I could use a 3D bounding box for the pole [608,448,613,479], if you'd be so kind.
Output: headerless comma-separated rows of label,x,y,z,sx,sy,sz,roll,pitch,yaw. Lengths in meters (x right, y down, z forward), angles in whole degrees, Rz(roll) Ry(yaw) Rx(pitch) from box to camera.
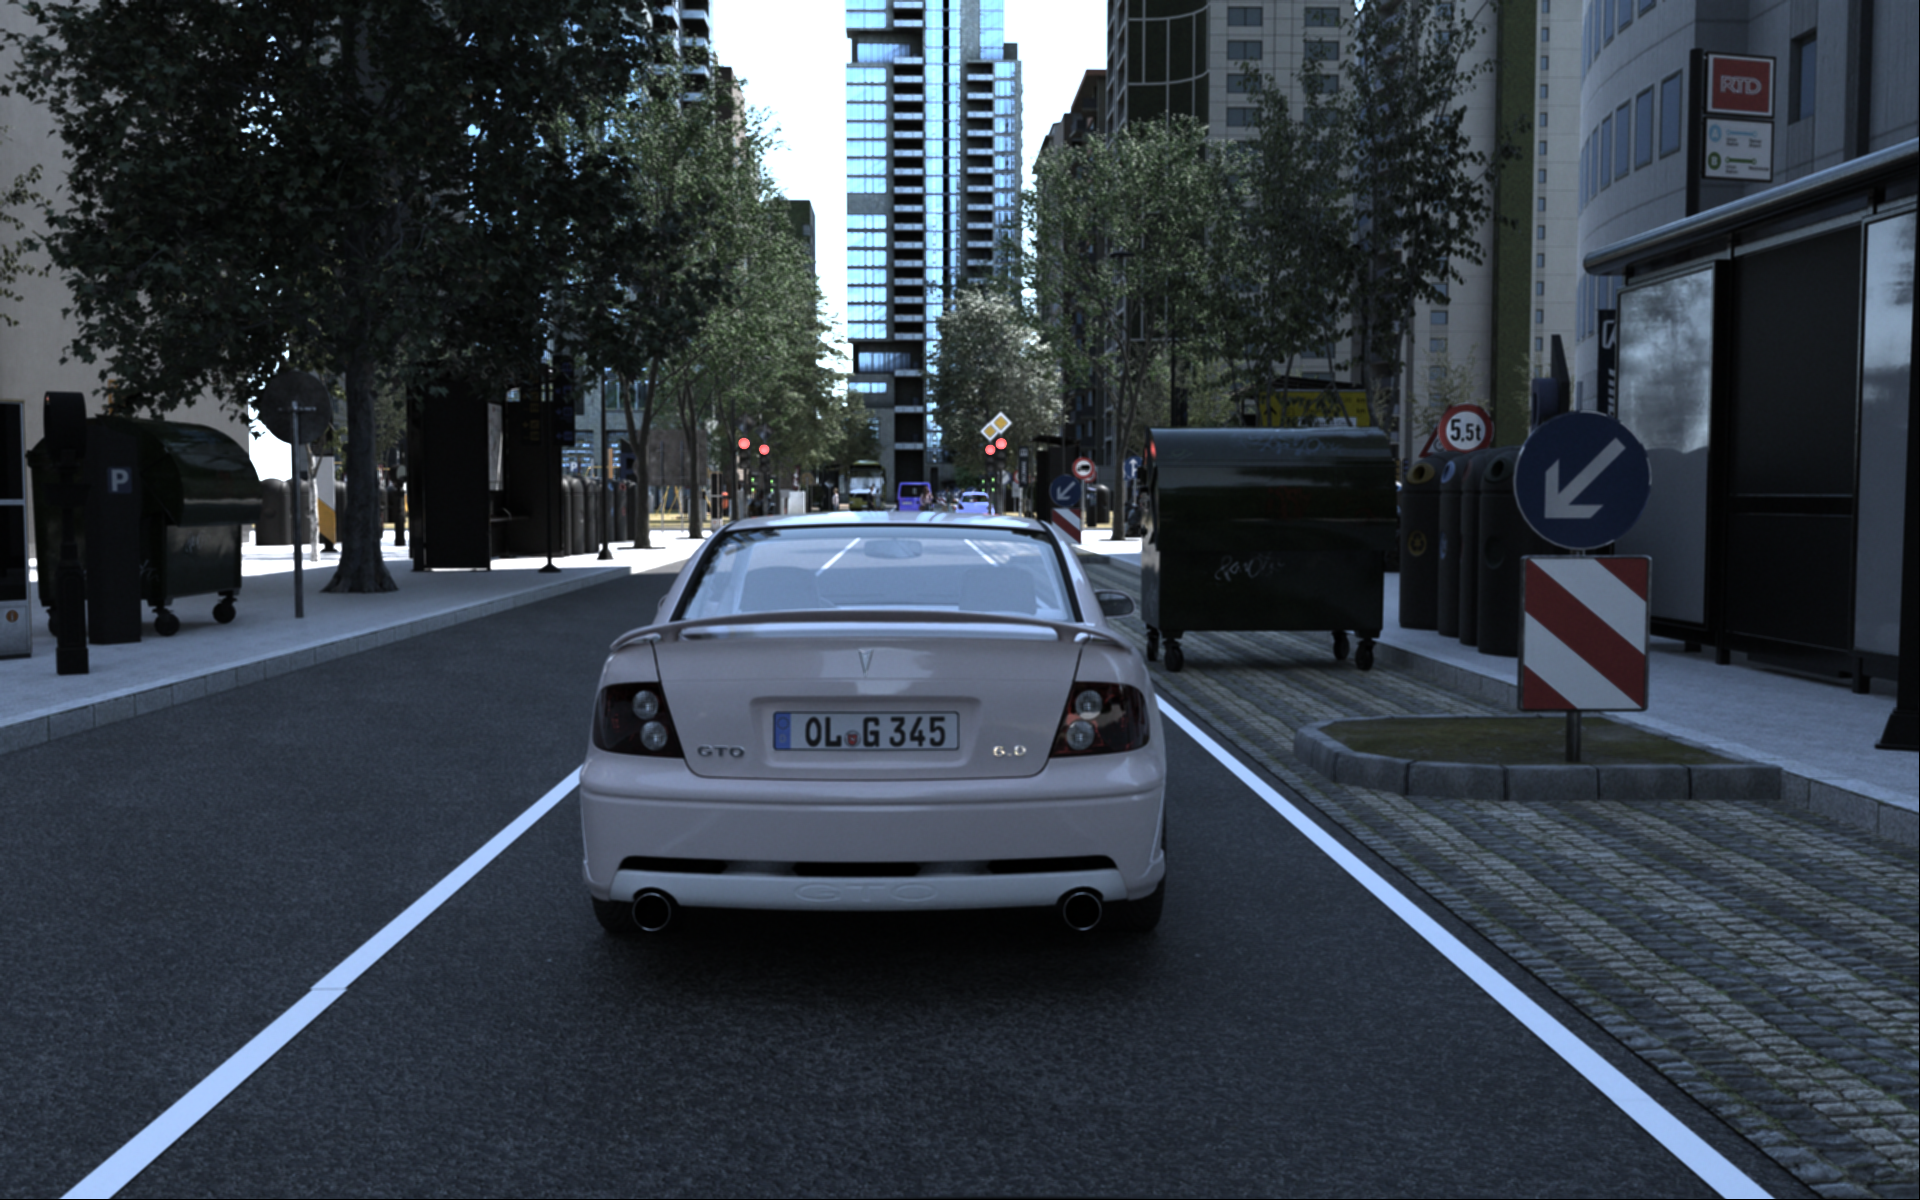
pole,-15.537,-5.086,77.001,0.158,3.312,0.155,0,3,0

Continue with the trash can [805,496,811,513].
trash can,-11.870,-7.359,131.967,0.748,1.137,0.748,0,3,0

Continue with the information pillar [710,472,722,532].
information pillar,-8.175,-3.280,58.120,0.304,2.012,0.304,1,4,16

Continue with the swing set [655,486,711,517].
swing set,-15.756,-6.229,99.472,2.862,2.851,3.119,0,4,4

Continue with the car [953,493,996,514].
car,0.656,-4.210,78.423,1.945,1.707,3.694,0,4,-1

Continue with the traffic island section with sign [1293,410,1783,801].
traffic island section with sign,2.821,-0.022,8.980,1.989,1.847,2.006,0,4,-2

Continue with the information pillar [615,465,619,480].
information pillar,-27.159,-8.915,137.114,0.183,3.616,0.504,-2,4,-33

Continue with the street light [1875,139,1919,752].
street light,4.252,-2.204,8.579,1.470,5.913,1.316,0,4,-2

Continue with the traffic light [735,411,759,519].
traffic light,-7.244,-4.259,58.548,0.839,4.253,0.868,0,4,-2

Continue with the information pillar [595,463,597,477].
information pillar,-27.115,-8.421,129.039,0.183,3.616,0.504,0,4,-1

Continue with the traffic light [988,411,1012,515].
traffic light,1.363,-4.274,58.807,0.839,4.253,0.868,0,4,-2

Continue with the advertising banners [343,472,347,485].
advertising banners,-49.859,-8.702,138.471,2.074,3.025,0.090,-1,4,-22

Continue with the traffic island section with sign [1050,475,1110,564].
traffic island section with sign,2.043,-1.690,36.259,1.989,1.847,2.006,0,4,-2

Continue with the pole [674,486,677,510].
pole,-23.000,-8.940,140.014,0.158,3.312,0.155,0,3,0

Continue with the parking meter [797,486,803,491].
parking meter,-11.160,-7.026,120.592,0.399,1.863,0.255,2,4,35

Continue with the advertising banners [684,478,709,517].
advertising banners,-13.735,-5.858,91.974,2.074,3.025,0.090,0,4,-3

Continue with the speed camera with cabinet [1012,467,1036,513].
speed camera with cabinet,4.669,-7.708,120.358,2.038,3.252,0.660,1,4,16

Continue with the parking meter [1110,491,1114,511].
parking meter,11.444,-7.426,129.819,0.372,1.533,0.369,0,3,0

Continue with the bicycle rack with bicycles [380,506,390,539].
bicycle rack with bicycles,-17.706,-2.251,50.185,2.852,0.926,2.925,-1,4,-10

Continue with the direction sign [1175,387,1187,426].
direction sign,4.718,-2.754,37.020,0.379,3.537,0.876,1,4,23

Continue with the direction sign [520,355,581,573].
direction sign,-6.740,-2.223,28.344,0.876,3.537,0.379,0,4,-4

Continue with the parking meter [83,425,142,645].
parking meter,-7.276,-0.561,14.887,0.255,1.863,0.399,2,4,30

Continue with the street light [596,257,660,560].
street light,-6.358,-3.730,33.525,1.470,5.913,1.316,0,4,-2

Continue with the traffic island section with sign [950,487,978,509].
traffic island section with sign,0.478,-5.084,91.754,1.989,1.847,2.006,0,4,-2

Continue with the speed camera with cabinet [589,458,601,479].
speed camera with cabinet,-20.426,-6.181,95.396,0.660,3.252,2.038,1,4,17

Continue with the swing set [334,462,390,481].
swing set,-30.332,-5.364,85.324,3.119,2.851,2.862,1,4,19

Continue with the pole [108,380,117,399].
pole,-15.116,-2.273,31.001,0.158,3.312,0.155,0,3,0

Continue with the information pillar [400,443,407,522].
information pillar,-25.500,-5.382,79.356,0.183,3.616,0.504,0,4,-2

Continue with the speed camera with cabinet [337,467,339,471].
speed camera with cabinet,-45.307,-7.945,124.232,2.038,3.252,0.660,-1,4,-19

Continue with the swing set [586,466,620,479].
swing set,-19.847,-6.166,98.438,3.119,2.851,2.862,2,4,29

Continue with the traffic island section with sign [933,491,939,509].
traffic island section with sign,-1.694,-9.785,168.618,1.989,1.847,2.006,0,4,-2

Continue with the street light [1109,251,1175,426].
street light,3.557,-3.719,33.343,1.470,5.913,1.316,0,4,-2

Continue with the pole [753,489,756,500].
pole,-13.008,-7.084,109.662,0.158,3.312,0.155,0,3,0

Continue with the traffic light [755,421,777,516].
traffic light,-7.470,-4.747,66.530,0.839,4.253,0.868,0,4,-2

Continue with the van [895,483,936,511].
van,-2.441,-5.490,94.138,2.240,2.365,5.245,0,4,-1

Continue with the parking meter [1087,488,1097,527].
parking meter,5.110,-3.591,67.127,0.372,1.533,0.369,0,3,0

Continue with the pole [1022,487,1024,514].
pole,4.089,-7.177,111.183,0.158,3.312,0.155,0,3,0

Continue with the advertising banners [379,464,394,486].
advertising banners,-33.868,-6.508,102.596,0.090,3.025,2.074,1,4,11

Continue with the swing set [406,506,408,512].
swing set,-35.853,-6.643,106.228,3.119,2.851,2.862,-2,4,-35

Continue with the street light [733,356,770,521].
street light,-7.085,-5.254,58.441,1.470,5.913,1.316,0,4,-2

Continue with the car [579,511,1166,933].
car,-0.271,0.325,7.043,2.083,1.381,4.827,0,4,0

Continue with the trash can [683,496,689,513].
trash can,-18.292,-6.305,114.737,0.748,1.137,0.748,0,3,0

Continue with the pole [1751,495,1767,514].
pole,11.759,-1.934,25.456,0.158,3.312,0.155,0,3,0

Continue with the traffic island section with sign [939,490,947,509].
traffic island section with sign,-0.287,-6.732,118.699,1.989,1.847,2.006,0,4,-2

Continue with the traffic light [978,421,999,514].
traffic light,1.137,-4.763,66.788,0.839,4.253,0.868,0,4,-2

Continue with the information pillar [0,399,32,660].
information pillar,-7.466,-0.548,13.450,0.304,2.012,0.304,2,4,31

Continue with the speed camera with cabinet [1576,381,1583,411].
speed camera with cabinet,11.584,-2.207,30.417,2.038,3.252,0.660,1,4,23

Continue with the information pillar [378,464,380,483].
information pillar,-45.252,-8.785,134.982,0.183,3.616,0.504,-2,4,-23

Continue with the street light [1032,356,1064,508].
street light,2.915,-5.231,58.072,1.470,5.913,1.316,0,4,-2

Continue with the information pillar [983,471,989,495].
information pillar,1.974,-8.390,128.527,0.504,3.616,0.183,-1,4,-21

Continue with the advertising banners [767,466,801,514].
advertising banners,-10.869,-6.783,107.094,2.074,3.025,0.090,0,4,6

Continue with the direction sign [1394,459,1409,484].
direction sign,28.273,-7.280,111.022,0.876,3.537,0.379,1,4,21

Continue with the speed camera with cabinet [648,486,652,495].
speed camera with cabinet,-25.216,-8.895,139.769,0.660,3.252,2.038,-1,4,-11

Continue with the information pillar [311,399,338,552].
information pillar,-14.023,-2.863,38.161,0.504,3.616,0.183,-1,4,-9

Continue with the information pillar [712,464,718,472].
information pillar,-18.831,-8.672,133.139,0.504,3.616,0.183,3,4,38

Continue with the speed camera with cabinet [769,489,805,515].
speed camera with cabinet,-10.026,-6.482,100.314,2.038,3.252,0.660,0,4,2

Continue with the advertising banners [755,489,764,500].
advertising banners,-14.656,-8.122,128.974,2.074,3.025,0.090,0,4,8
